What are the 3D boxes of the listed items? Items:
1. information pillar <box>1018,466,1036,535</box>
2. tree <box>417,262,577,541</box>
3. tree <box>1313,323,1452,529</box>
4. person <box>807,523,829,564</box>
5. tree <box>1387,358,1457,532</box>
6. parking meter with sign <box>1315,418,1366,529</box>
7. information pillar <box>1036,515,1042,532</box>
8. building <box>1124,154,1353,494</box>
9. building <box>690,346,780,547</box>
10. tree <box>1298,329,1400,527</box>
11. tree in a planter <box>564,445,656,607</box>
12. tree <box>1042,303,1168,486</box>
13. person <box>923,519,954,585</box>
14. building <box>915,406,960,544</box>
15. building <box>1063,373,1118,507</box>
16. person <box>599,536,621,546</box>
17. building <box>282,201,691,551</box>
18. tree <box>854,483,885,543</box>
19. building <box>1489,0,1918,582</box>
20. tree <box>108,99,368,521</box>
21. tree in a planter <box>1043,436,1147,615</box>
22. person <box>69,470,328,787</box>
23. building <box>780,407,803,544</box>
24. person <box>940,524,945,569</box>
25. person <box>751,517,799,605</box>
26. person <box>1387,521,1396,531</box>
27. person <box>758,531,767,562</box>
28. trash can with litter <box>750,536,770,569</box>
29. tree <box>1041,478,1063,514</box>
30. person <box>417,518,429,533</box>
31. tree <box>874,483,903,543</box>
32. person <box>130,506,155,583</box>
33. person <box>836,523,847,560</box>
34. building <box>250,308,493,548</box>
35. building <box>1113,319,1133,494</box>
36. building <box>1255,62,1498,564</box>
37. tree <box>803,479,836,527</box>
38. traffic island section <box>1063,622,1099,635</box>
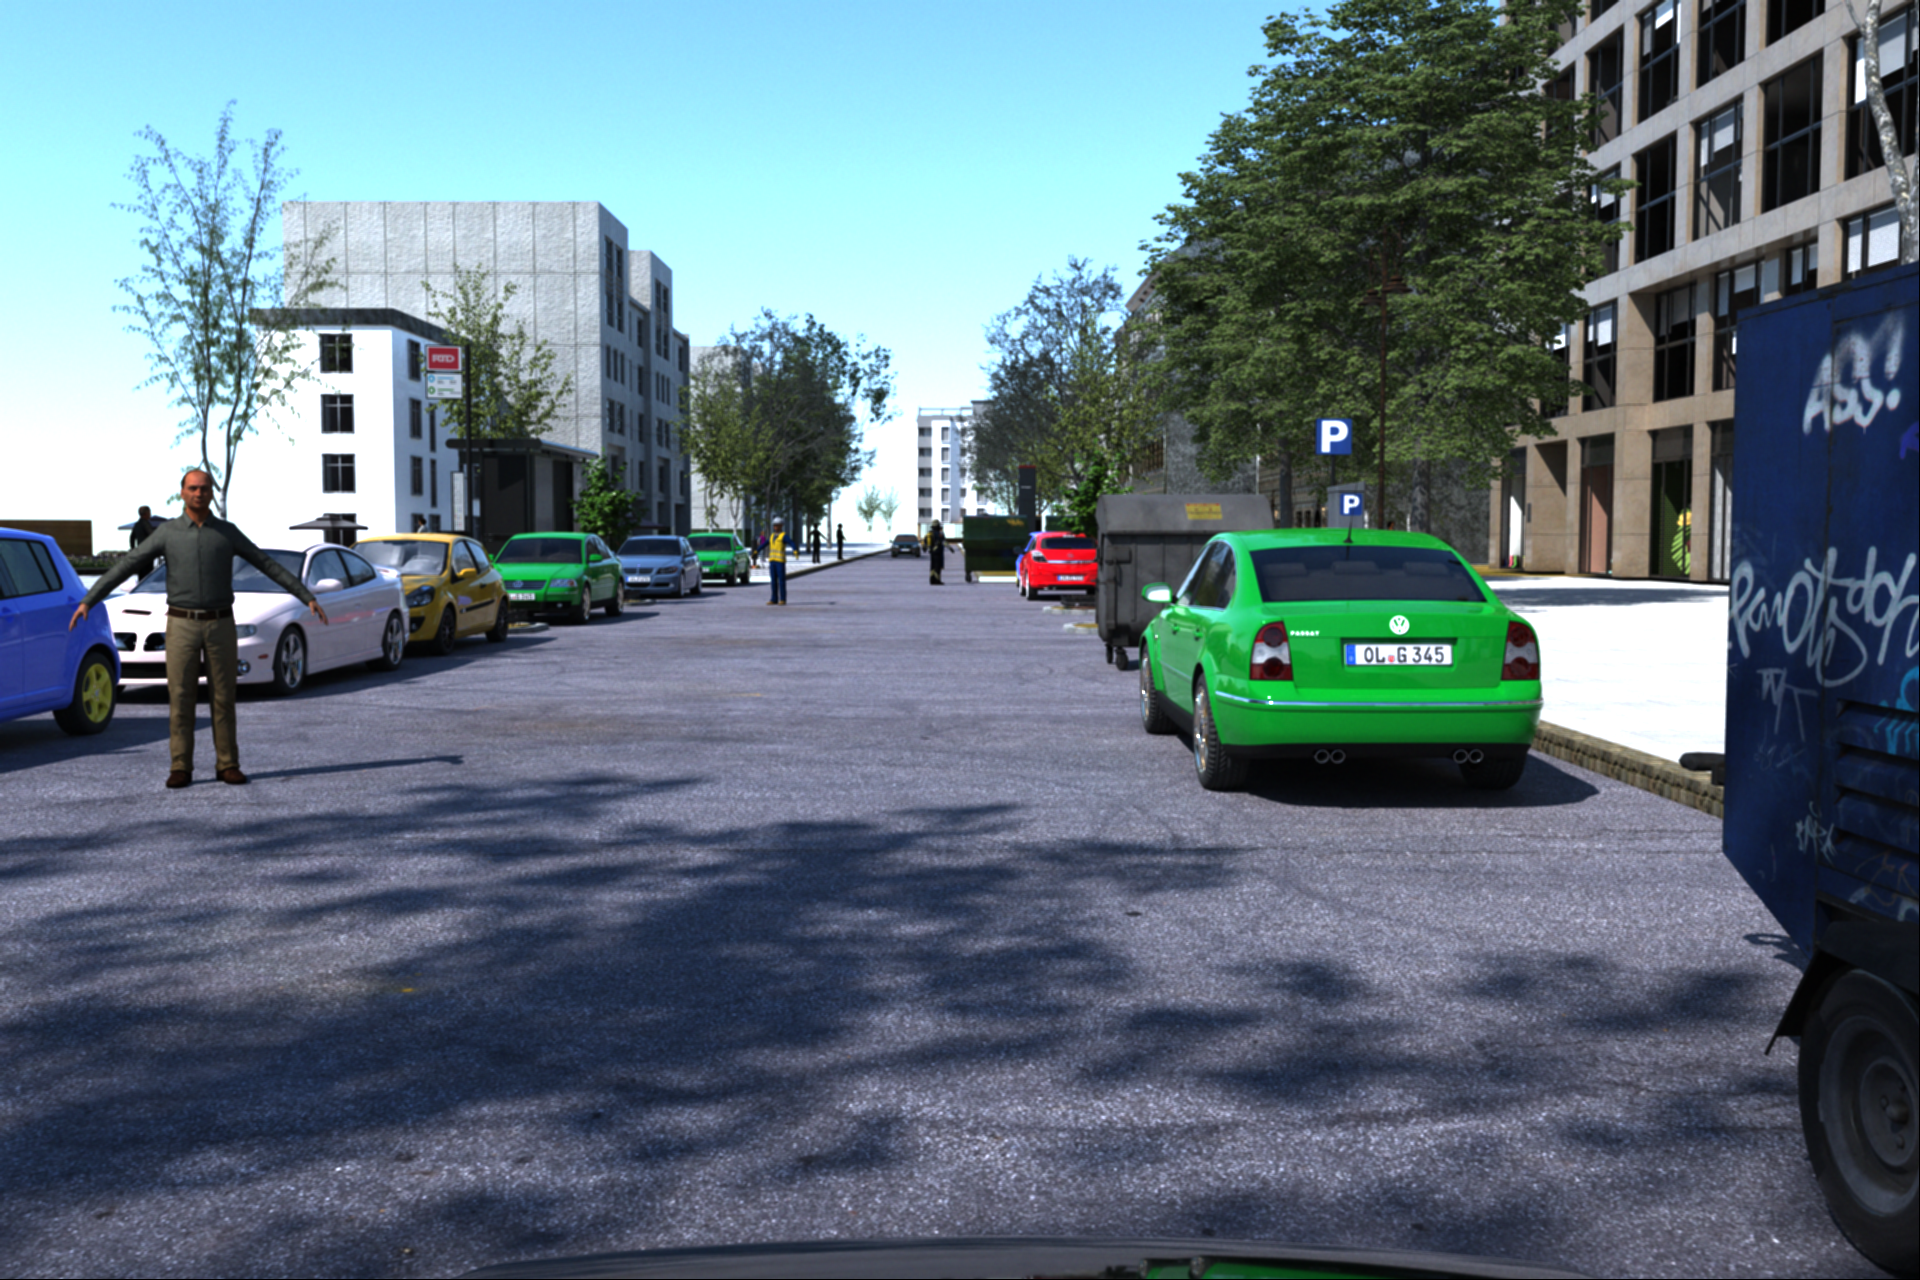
[{"bbox_3d":[2.539,-4.666,65.663,0.750,3.857,0.750,0,4,-2],"label":"information pillar"},{"bbox_3d":[-12.719,-5.910,46.984,4.737,8.622,4.395,0,3,0],"label":"tree"},{"bbox_3d":[12.414,-6.309,53.519,4.360,8.622,3.978,0,3,0],"label":"tree"},{"bbox_3d":[-6.171,-4.178,75.029,1.216,1.740,0.721,3,4,38],"label":"person"},{"bbox_3d":[17.893,-7.247,68.859,4.360,8.622,3.978,0,3,0],"label":"tree"},{"bbox_3d":[5.629,-1.780,25.363,0.543,3.016,1.738,0,3,0],"label":"parking meter with sign"},{"bbox_3d":[3.045,-3.845,67.350,0.304,2.012,0.304,0,4,0],"label":"information pillar"},{"bbox_3d":[20.657,-16.794,105.510,19.493,23.208,18.063,0,4,-1],"label":"building"},{"bbox_3d":[-28.712,-19.083,178.457,16.747,18.905,31.486,0,4,1],"label":"building"},{"bbox_3d":[13.479,-6.806,61.634,4.360,8.622,3.978,0,3,0],"label":"tree"},{"bbox_3d":[-7.221,-2.305,34.910,1.991,3.239,1.994,0,3,0],"label":"tree in a planter"},{"bbox_3d":[4.672,-6.392,54.873,4.737,8.622,4.395,0,3,0],"label":"tree"},{"bbox_3d":[-0.657,-2.483,48.841,0.705,1.856,1.354,-3,4,-38],"label":"person"},{"bbox_3d":[-6.054,-23.785,247.767,11.380,20.090,16.016,0,4,-1],"label":"building"},{"bbox_3d":[21.306,-20.341,199.029,16.747,18.905,31.486,0,4,-1],"label":"building"},{"bbox_3d":[-11.214,-2.961,54.537,0.705,1.813,1.348,2,4,29],"label":"person"},{"bbox_3d":[-27.587,-14.773,107.995,16.747,18.905,31.486,0,4,0],"label":"building"},{"bbox_3d":[-12.770,-17.977,244.292,4.737,8.622,4.395,0,3,0],"label":"tree"},{"bbox_3d":[27.722,-14.572,41.461,19.350,26.588,34.151,0,4,0],"label":"building"},{"bbox_3d":[-12.995,-4.863,29.877,4.360,8.622,3.978,0,3,0],"label":"tree"},{"bbox_3d":[2.533,-2.105,31.646,1.991,3.239,1.994,0,4,-1],"label":"tree in a planter"},{"bbox_3d":[-4.337,-0.072,9.902,1.348,1.796,0.705,-2,4,-28],"label":"person"},{"bbox_3d":[-29.415,-21.298,214.677,16.747,18.905,31.486,0,4,0],"label":"building"},{"bbox_3d":[-0.806,-3.816,70.708,0.705,1.847,1.347,1,4,15],"label":"person"},{"bbox_3d":[-3.731,-1.597,35.026,1.216,1.772,0.721,2,4,34],"label":"person"},{"bbox_3d":[18.065,-4.058,72.492,1.345,1.843,0.704,-2,4,-25],"label":"person"},{"bbox_3d":[-9.036,-4.322,79.926,0.599,1.433,0.991,2,4,31],"label":"person"},{"bbox_3d":[-7.522,-3.279,64.670,1.678,1.210,2.233,0,4,-1],"label":"trash can with litter"},{"bbox_3d":[15.506,-20.546,246.298,12.009,13.543,11.850,0,3,0],"label":"tree"},{"bbox_3d":[-17.954,-3.158,57.818,0.705,1.806,1.347,1,4,11],"label":"person"},{"bbox_3d":[-9.804,-18.265,248.986,4.360,8.622,3.978,0,3,0],"label":"tree"},{"bbox_3d":[-15.100,-1.590,32.172,1.348,1.807,0.705,3,4,37],"label":"person"},{"bbox_3d":[-5.924,-4.883,86.021,0.705,1.806,1.347,-1,4,-21],"label":"person"},{"bbox_3d":[-25.659,-8.342,78.533,9.099,9.664,28.070,0,4,0],"label":"building"},{"bbox_3d":[21.473,-18.001,125.239,19.493,23.208,18.063,0,4,0],"label":"building"},{"bbox_3d":[25.010,-15.332,81.609,19.493,23.208,18.063,0,4,-1],"label":"building"},{"bbox_3d":[-22.519,-20.598,243.434,9.857,13.997,8.962,0,3,0],"label":"tree"},{"bbox_3d":[2.545,-0.166,25.575,1.991,0.108,1.994,0,4,-1],"label":"traffic island section"}]
